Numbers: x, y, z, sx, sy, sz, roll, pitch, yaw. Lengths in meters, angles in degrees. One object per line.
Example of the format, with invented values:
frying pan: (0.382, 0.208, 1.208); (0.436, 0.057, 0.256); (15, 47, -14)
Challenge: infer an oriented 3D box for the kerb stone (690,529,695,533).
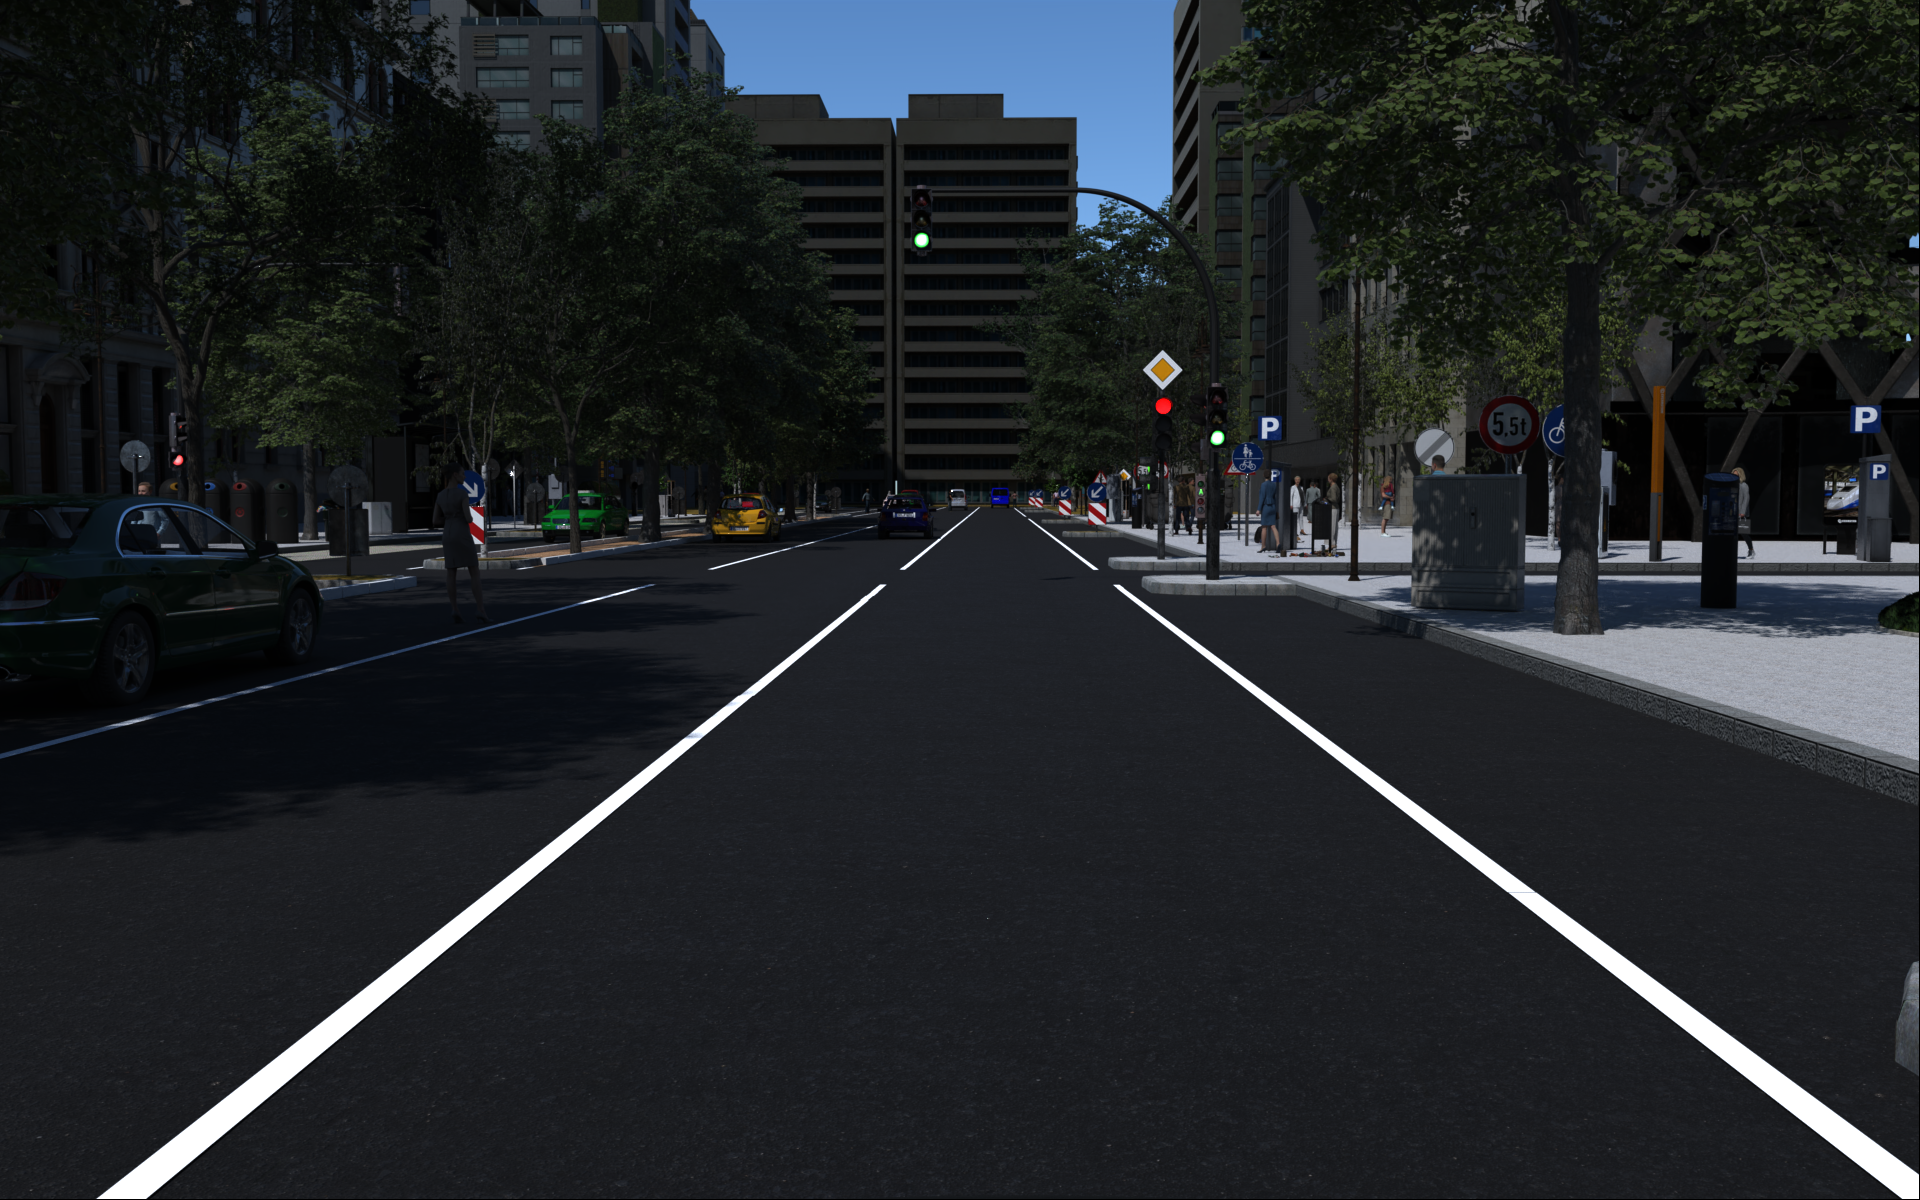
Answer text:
kerb stone: (-9.870, -2.491, 62.925); (0.120, 0.150, 1.000); (0, 4, 1)

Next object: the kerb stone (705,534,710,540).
kerb stone: (-7.966, -1.924, 53.652); (0.120, 0.150, 1.000); (0, 4, 1)

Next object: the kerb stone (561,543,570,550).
kerb stone: (-10.261, -1.364, 44.499); (0.120, 0.150, 1.000); (0, 4, 1)

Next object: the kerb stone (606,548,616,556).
kerb stone: (-8.239, -1.109, 40.333); (0.120, 0.150, 1.000); (0, 4, 1)

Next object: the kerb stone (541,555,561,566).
kerb stone: (-8.350, -0.794, 35.216); (0.120, 0.150, 1.000); (0, 4, 1)

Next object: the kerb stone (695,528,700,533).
kerb stone: (-9.853, -2.553, 63.954); (0.120, 0.150, 1.000); (0, 4, 1)

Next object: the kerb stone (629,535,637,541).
kerb stone: (-10.079, -1.864, 52.676); (0.120, 0.150, 1.000); (0, 4, 1)

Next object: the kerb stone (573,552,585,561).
kerb stone: (-8.302, -0.915, 37.262); (0.120, 0.150, 1.000); (0, 4, 1)

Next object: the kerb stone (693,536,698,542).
kerb stone: (-8.013, -1.796, 51.591); (0.120, 0.150, 1.000); (0, 4, 1)

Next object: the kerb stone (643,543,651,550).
kerb stone: (-8.149, -1.356, 44.432); (0.120, 0.150, 1.000); (0, 4, 1)

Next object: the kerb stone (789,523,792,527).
kerb stone: (-7.514, -3.241, 75.184); (0.120, 0.150, 1.000); (0, 4, 1)

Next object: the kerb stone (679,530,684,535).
kerb stone: (-9.921, -2.364, 60.862); (0.120, 0.150, 1.000); (0, 4, 1)

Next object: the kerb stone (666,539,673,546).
kerb stone: (-8.095, -1.548, 47.498); (0.120, 0.150, 1.000); (0, 4, 1)

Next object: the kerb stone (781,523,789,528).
kerb stone: (-7.538, -3.178, 74.162); (0.120, 0.150, 1.000); (0, 4, 1)

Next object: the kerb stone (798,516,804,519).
kerb stone: (-9.134, -4.685, 98.796); (0.120, 0.150, 1.000); (0, 4, 1)

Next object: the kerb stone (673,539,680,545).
kerb stone: (-8.067, -1.610, 48.520); (0.120, 0.150, 1.000); (0, 4, 1)

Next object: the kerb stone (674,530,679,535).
kerb stone: (-9.934, -2.298, 59.840); (0.120, 0.150, 1.000); (0, 4, 1)

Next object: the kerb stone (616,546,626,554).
kerb stone: (-8.208, -1.172, 41.355); (0.120, 0.150, 1.000); (0, 4, 1)

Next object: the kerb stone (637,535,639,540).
kerb stone: (-10.070, -1.925, 53.699); (0.120, 0.150, 1.000); (0, 4, 1)

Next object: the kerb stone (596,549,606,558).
kerb stone: (-8.263, -1.047, 39.311); (0.120, 0.150, 1.000); (0, 4, 1)

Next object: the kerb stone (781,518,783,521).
kerb stone: (-9.322, -4.116, 89.585); (0.120, 0.150, 1.000); (0, 4, 1)

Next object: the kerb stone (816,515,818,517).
kerb stone: (-8.943, -5.248, 108.006); (0.120, 0.150, 1.000); (0, 4, 1)

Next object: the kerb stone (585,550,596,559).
kerb stone: (-8.280, -0.982, 38.288); (0.120, 0.150, 1.000); (0, 4, 1)

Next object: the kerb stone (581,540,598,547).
kerb stone: (-10.189, -1.552, 47.565); (0.120, 0.150, 1.000); (0, 4, 1)

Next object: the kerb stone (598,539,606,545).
kerb stone: (-10.179, -1.614, 48.587); (0.120, 0.150, 1.000); (0, 4, 1)

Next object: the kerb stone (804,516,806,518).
kerb stone: (-9.107, -4.748, 99.819); (0.120, 0.150, 1.000); (0, 4, 1)

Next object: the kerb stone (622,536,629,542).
kerb stone: (-10.109, -1.802, 51.654); (0.120, 0.150, 1.000); (0, 4, 1)

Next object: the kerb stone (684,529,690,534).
kerb stone: (-9.899, -2.428, 61.899); (0.120, 0.150, 1.000); (0, 4, 1)

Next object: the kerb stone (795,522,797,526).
kerb stone: (-7.479, -3.366, 77.229); (0.120, 0.150, 1.000); (0, 4, 1)

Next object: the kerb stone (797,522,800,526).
kerb stone: (-7.452, -3.428, 78.251); (0.120, 0.150, 1.000); (0, 4, 1)

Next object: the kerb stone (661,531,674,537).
kerb stone: (-9.955, -2.240, 58.818); (0.120, 0.150, 1.000); (0, 4, 1)

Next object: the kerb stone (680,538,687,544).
kerb stone: (-8.045, -1.673, 49.547); (0.120, 0.150, 1.000); (0, 4, 1)

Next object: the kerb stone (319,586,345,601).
kerb stone: (-8.586, -0.072, 23.373); (0.120, 0.150, 1.000); (0, 4, 1)

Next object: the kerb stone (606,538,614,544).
kerb stone: (-10.151, -1.677, 49.610); (0.120, 0.150, 1.000); (0, 4, 1)

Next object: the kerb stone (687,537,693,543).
kerb stone: (-8.031, -1.722, 50.570); (0.120, 0.150, 1.000); (0, 4, 1)

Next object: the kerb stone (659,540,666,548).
kerb stone: (-8.113, -1.477, 46.476); (0.120, 0.150, 1.000); (0, 4, 1)

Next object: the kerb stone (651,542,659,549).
kerb stone: (-8.137, -1.416, 45.454); (0.120, 0.150, 1.000); (0, 4, 1)

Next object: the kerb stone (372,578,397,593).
kerb stone: (-8.541, -0.196, 25.423); (0.120, 0.150, 1.000); (0, 4, 1)

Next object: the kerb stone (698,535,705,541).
kerb stone: (-7.982, -1.861, 52.617); (0.120, 0.150, 1.000); (0, 4, 1)

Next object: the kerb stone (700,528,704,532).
kerb stone: (-9.835, -2.614, 64.976); (0.120, 0.150, 1.000); (0, 4, 1)

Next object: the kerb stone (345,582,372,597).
kerb stone: (-8.564, -0.133, 24.399); (0.120, 0.150, 1.000); (0, 4, 1)

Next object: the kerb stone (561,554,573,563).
kerb stone: (-8.326, -0.855, 36.238); (0.120, 0.150, 1.000); (0, 4, 1)

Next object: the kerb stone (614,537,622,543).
kerb stone: (-10.126, -1.739, 50.632); (0.120, 0.150, 1.000); (0, 4, 1)

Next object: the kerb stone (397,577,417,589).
kerb stone: (-8.524, -0.260, 26.446); (0.120, 0.150, 1.000); (0, 4, 1)

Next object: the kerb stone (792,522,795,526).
kerb stone: (-7.499, -3.302, 76.207); (0.120, 0.150, 1.000); (0, 4, 1)

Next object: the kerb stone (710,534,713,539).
kerb stone: (-7.951, -1.987, 54.680); (0.120, 0.150, 1.000); (0, 4, 1)

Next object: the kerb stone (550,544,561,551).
kerb stone: (-10.272, -1.302, 43.475); (0.120, 0.150, 1.000); (0, 4, 1)

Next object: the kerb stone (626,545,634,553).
kerb stone: (-8.202, -1.232, 42.379); (0.120, 0.150, 1.000); (0, 4, 1)

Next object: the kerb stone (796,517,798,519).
kerb stone: (-9.194, -4.494, 95.729); (0.120, 0.150, 1.000); (0, 4, 1)

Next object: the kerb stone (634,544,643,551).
kerb stone: (-8.181, -1.298, 43.410); (0.120, 0.150, 1.000); (0, 4, 1)
